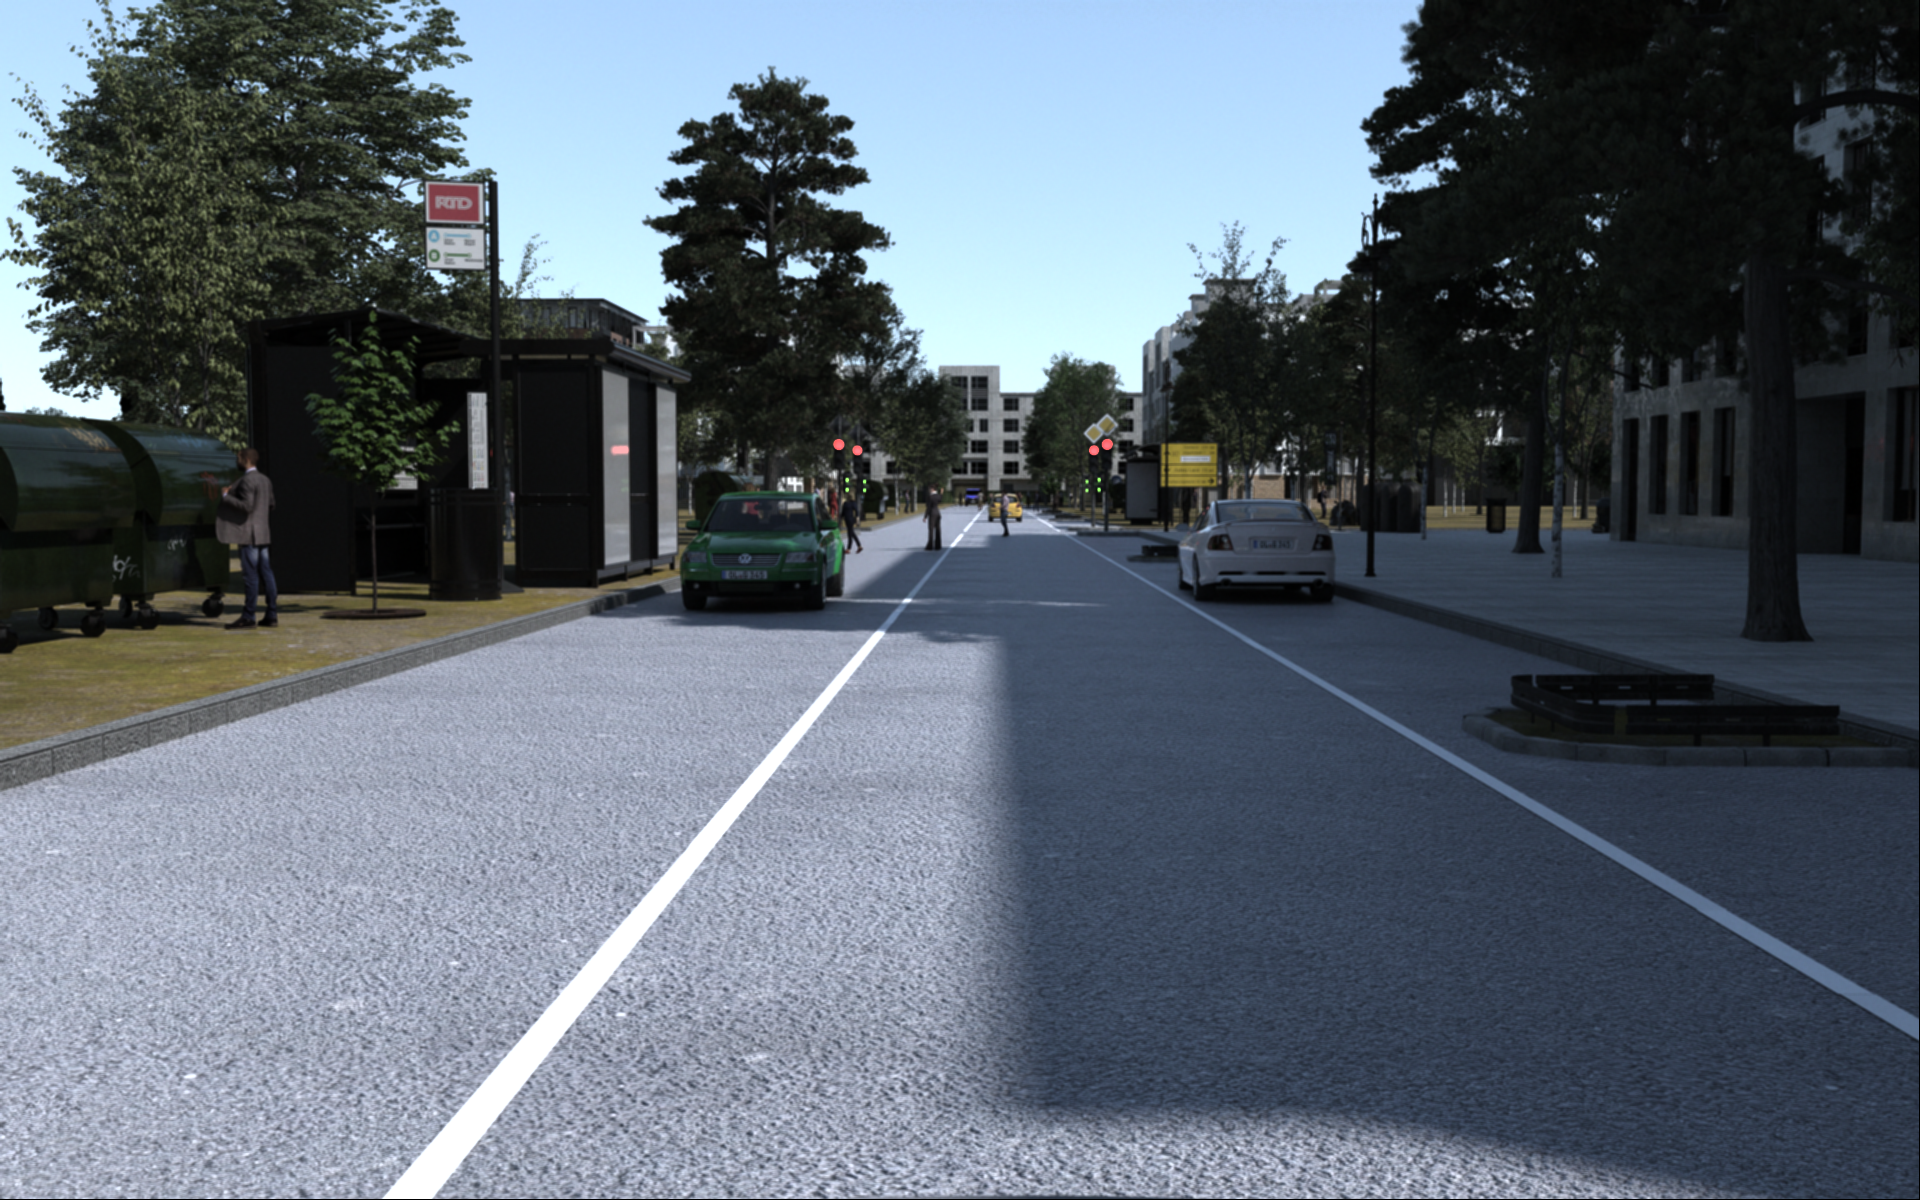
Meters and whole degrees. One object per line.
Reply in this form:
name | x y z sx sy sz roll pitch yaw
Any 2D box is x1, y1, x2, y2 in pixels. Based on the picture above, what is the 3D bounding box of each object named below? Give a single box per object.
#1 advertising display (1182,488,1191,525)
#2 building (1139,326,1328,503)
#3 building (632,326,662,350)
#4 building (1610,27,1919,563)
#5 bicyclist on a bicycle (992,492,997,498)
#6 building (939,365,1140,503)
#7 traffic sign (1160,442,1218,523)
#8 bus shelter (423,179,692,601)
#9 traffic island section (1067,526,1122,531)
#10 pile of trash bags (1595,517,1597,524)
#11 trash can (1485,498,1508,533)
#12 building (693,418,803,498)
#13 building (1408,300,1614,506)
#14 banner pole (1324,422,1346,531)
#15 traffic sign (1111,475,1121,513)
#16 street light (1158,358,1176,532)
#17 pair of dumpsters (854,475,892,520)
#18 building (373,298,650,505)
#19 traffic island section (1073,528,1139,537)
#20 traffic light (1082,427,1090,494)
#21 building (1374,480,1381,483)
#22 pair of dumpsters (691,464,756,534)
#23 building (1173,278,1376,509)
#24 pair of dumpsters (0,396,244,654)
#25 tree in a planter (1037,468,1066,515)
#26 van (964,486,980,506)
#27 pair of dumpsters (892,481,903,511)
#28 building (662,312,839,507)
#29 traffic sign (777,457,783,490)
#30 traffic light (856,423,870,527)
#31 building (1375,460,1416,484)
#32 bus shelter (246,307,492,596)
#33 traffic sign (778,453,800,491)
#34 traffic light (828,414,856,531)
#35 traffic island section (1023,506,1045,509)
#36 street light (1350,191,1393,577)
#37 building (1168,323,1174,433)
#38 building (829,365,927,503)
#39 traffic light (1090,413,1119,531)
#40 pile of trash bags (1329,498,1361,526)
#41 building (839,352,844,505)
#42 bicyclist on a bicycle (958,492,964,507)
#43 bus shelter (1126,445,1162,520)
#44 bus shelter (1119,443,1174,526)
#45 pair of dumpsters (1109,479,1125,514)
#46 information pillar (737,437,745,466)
advertising display | 9.219 -4.001 70.625 0.123 1.923 0.974 0 4 -7
building | 29.765 -19.831 190.693 16.747 18.905 31.486 0 4 1
building | -30.860 -21.066 200.855 11.380 20.091 16.016 0 4 1
building | 23.087 -11.272 39.055 10.420 20.320 16.860 0 4 1
bicyclist on a bicycle | 3.454 -9.678 168.259 1.499 1.676 1.625 0 4 0
building | 12.980 -23.215 246.026 31.486 18.905 16.747 0 4 1
traffic sign | 8.980 -4.530 67.939 2.265 3.308 0.079 1 4 9
bus shelter | -5.700 -2.890 24.880 2.179 5.291 8.768 0 4 1
traffic island section | 5.232 -2.778 67.707 2.009 0.180 2.903 0 4 1
pile of trash bags | 26.435 -3.595 68.537 1.912 1.369 3.447 3 4 37
trash can | 17.689 -2.783 57.151 0.748 1.137 0.748 0 3 0
building | -18.719 -13.210 158.134 9.099 9.664 28.070 0 4 1
building | 67.067 -21.298 192.197 32.646 21.610 27.936 0 4 1
banner pole | 12.978 -4.282 60.033 0.863 3.779 0.401 3 5 39
traffic sign | 10.559 -7.157 117.119 0.768 2.556 0.104 0 4 7
street light | 7.038 -5.269 58.930 0.468 5.910 1.993 0 4 1
pair of dumpsters | -4.492 -5.198 87.474 1.574 2.255 4.436 0 4 1
building | -53.130 -21.481 195.197 32.646 21.610 27.936 0 4 1
traffic island section | 5.066 -2.290 59.724 2.009 0.180 2.903 0 4 1
traffic light | 5.192 -4.792 67.595 0.839 4.213 0.868 0 4 1
building | 55.836 -23.159 245.108 31.486 18.905 16.747 0 4 1
pair of dumpsters | -7.440 -3.185 54.562 1.574 2.255 4.436 0 4 1
building | 28.285 -18.415 157.510 16.016 20.091 11.380 0 4 1
pair of dumpsters | -8.177 -0.817 15.855 1.574 2.255 4.436 0 4 1
tree in a planter | 6.301 -7.485 119.610 1.991 3.239 1.994 0 4 1
van | 1.584 -12.237 204.451 2.240 2.365 5.245 0 4 1
pair of dumpsters | -5.098 -7.676 127.991 1.574 2.255 4.436 0 4 1
building | -21.278 -19.683 178.233 16.016 20.091 11.380 0 4 1
traffic sign | -6.072 -3.497 57.282 0.768 2.556 0.104 0 4 2
traffic light | -3.968 -4.803 67.768 0.839 4.213 0.868 0 4 1
building | 45.193 -20.964 199.188 11.380 20.091 16.016 0 4 1
bus shelter | -8.118 -2.058 24.927 1.731 3.624 6.357 0 4 1
traffic sign | -5.473 -3.336 54.555 0.884 2.594 0.081 1 4 8
traffic light | -4.133 -4.314 59.785 0.839 4.213 0.868 0 4 1
traffic island section | 7.339 -8.969 169.506 1.991 0.108 1.994 0 4 1
street light | 6.386 -3.302 26.781 0.468 5.910 1.993 0 4 1
building | 28.557 -19.120 169.036 16.016 20.091 11.380 0 4 1
building | -18.888 -23.213 245.982 31.486 18.905 16.747 0 4 1
traffic light | 5.027 -4.304 59.612 0.839 4.213 0.868 0 4 1
pile of trash bags | 16.577 -3.648 69.401 3.447 1.369 1.912 1 4 9
building | -19.475 -21.074 200.985 11.380 20.091 16.016 0 4 1
bicyclist on a bicycle | 0.063 -11.008 189.998 1.499 1.676 1.625 0 4 1
bus shelter | 9.276 -5.772 85.655 1.731 3.624 6.357 0 4 1
bus shelter | 7.780 -4.740 71.415 2.014 3.302 5.546 0 4 1
pair of dumpsters | 10.370 -6.770 113.176 1.574 2.255 4.436 0 4 1
information pillar | -8.945 -4.851 70.665 0.183 3.616 0.504 2 4 24
